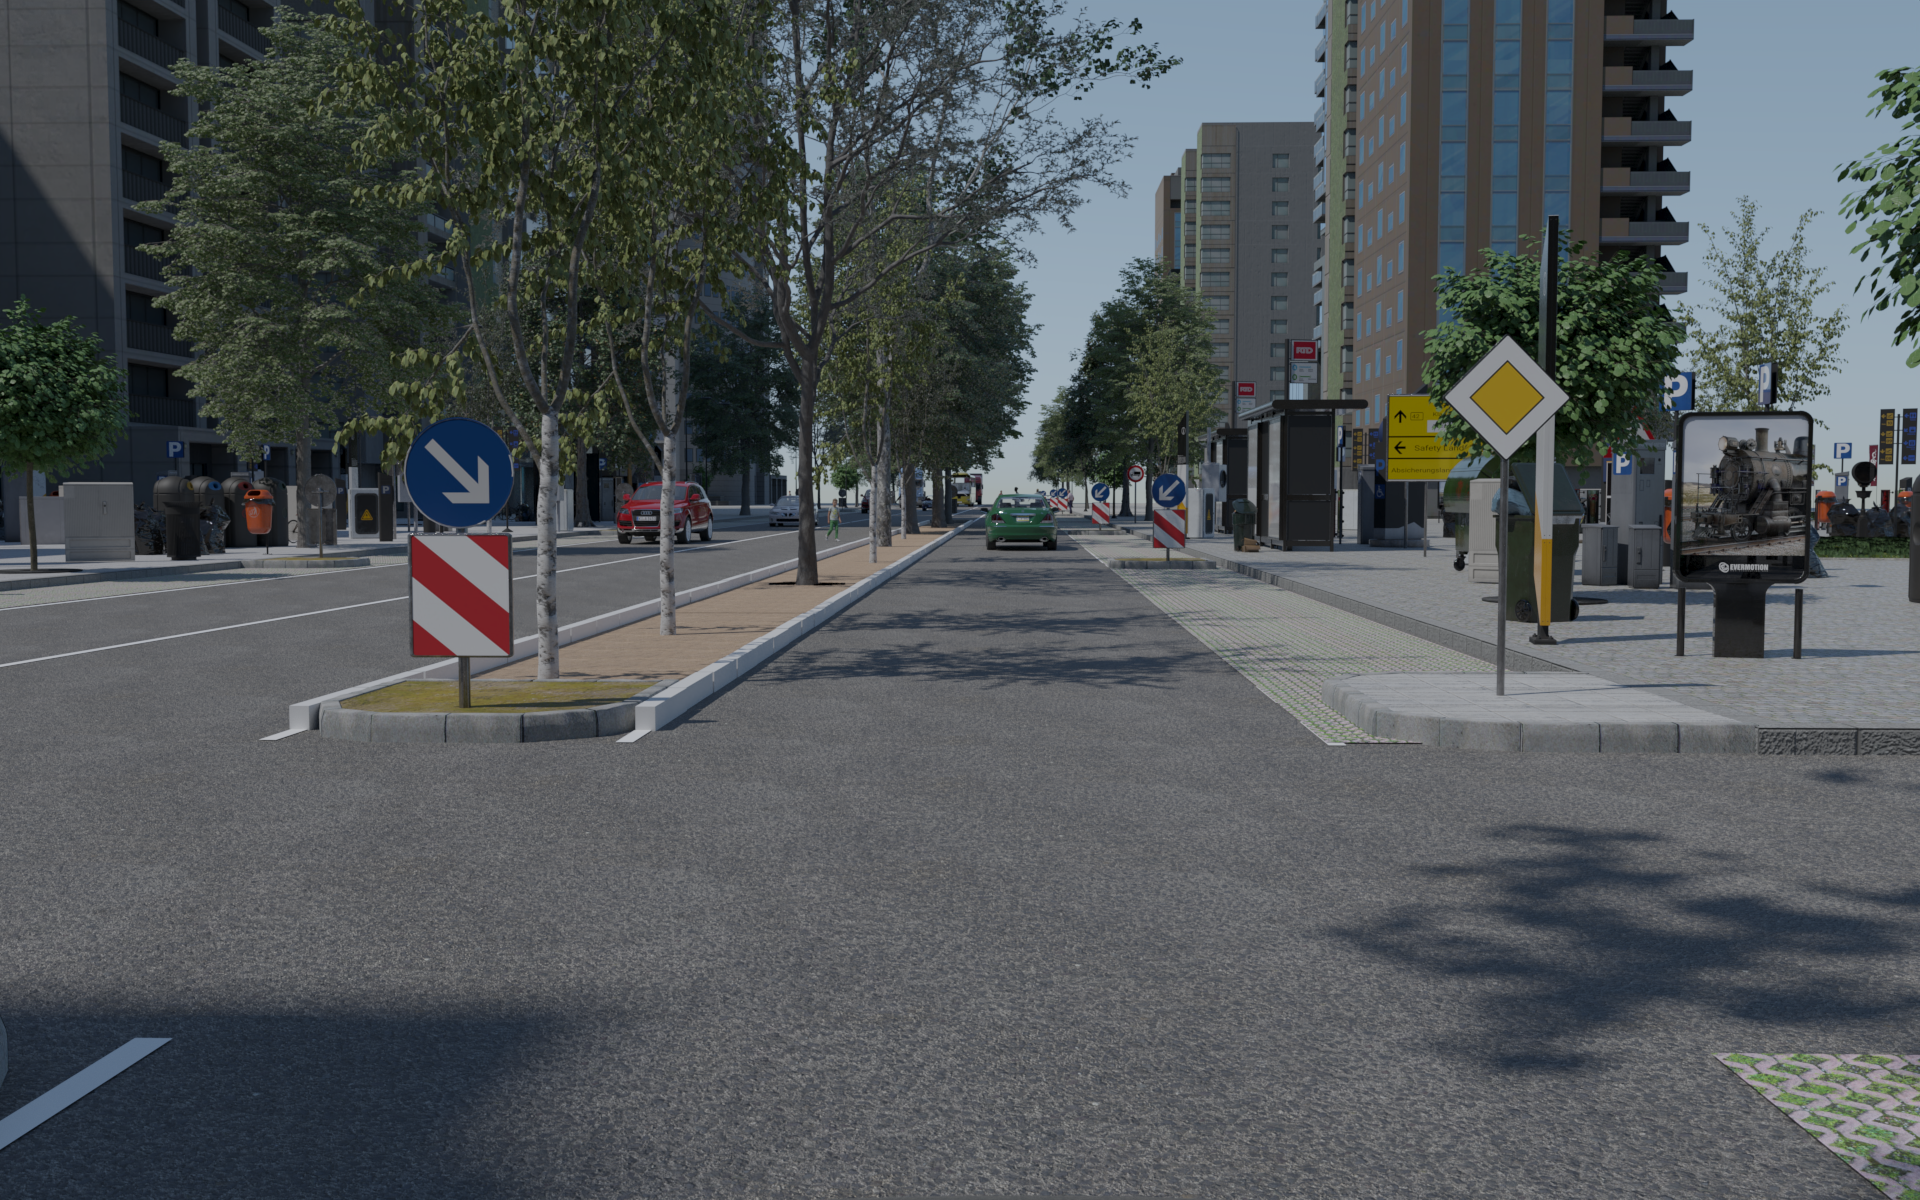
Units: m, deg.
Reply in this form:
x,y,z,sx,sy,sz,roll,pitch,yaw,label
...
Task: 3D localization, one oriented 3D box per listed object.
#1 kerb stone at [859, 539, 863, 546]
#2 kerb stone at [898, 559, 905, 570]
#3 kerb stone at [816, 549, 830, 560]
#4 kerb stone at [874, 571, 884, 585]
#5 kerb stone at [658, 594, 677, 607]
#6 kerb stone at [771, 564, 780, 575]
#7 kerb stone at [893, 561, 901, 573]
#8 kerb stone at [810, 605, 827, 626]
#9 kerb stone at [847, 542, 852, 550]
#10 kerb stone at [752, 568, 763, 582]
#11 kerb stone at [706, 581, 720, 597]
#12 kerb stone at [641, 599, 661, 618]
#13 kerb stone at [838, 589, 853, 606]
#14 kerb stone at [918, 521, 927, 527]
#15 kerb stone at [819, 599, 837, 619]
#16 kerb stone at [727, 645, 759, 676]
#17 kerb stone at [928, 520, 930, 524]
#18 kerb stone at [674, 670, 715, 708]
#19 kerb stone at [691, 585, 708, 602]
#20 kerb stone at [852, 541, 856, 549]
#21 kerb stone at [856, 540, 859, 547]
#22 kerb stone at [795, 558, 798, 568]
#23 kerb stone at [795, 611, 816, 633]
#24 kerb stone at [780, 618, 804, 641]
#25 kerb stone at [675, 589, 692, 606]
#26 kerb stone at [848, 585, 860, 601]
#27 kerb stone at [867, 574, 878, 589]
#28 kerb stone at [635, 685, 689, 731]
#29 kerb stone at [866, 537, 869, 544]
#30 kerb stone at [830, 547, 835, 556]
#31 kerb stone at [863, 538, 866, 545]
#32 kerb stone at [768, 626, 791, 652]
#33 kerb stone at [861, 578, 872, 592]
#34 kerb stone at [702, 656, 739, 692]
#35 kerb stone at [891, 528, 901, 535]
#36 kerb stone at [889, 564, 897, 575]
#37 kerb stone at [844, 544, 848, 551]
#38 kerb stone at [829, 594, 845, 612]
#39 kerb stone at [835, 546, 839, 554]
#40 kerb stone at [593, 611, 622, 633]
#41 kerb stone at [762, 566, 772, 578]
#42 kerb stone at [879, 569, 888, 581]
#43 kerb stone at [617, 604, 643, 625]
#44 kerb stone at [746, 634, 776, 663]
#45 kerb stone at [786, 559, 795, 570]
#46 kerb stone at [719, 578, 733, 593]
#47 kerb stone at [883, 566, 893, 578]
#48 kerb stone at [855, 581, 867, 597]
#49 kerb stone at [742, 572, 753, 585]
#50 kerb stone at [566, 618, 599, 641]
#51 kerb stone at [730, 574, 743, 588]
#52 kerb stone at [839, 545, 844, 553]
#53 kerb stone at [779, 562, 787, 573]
x,y,z,sx,sy,sz,roll,pitch,yaw,label
-2.797,-1.505,46.852,0.120,0.150,1.000,0,4,2,kerb stone
-1.167,-0.625,32.448,0.120,0.150,1.000,0,4,2,kerb stone
-3.071,-1.007,38.662,0.120,0.150,1.000,0,4,2,kerb stone
-1.341,-0.314,27.337,0.120,0.150,1.000,0,4,2,kerb stone
-3.654,0.059,21.235,0.120,0.150,1.000,0,4,2,kerb stone
-3.337,-0.505,30.458,0.120,0.150,1.000,0,4,2,kerb stone
-1.207,-0.563,31.427,0.120,0.150,1.000,0,4,2,kerb stone
-1.610,0.195,19.153,0.120,0.150,1.000,0,4,2,kerb stone
-2.907,-1.319,43.780,0.120,0.150,1.000,0,4,2,kerb stone
-3.402,-0.380,28.415,0.120,0.150,1.000,0,4,2,kerb stone
-3.544,-0.126,24.299,0.120,0.150,1.000,0,4,2,kerb stone
-3.687,0.122,20.214,0.120,0.150,1.000,0,4,2,kerb stone
-1.517,-0.001,22.222,0.120,0.150,1.000,0,4,2,kerb stone
-1.716,-3.514,79.646,0.120,0.150,1.000,0,4,2,kerb stone
-1.576,0.126,20.174,0.120,0.150,1.000,0,4,2,kerb stone
-1.780,0.500,14.028,0.120,0.150,1.000,0,4,2,kerb stone
-1.642,-3.639,81.695,0.120,0.150,1.000,0,4,2,kerb stone
-1.858,0.625,11.981,0.120,0.150,1.000,0,4,2,kerb stone
-3.577,-0.066,23.278,0.120,0.150,1.000,0,4,2,kerb stone
-2.870,-1.383,44.808,0.120,0.150,1.000,0,4,2,kerb stone
-2.836,-1.446,45.830,0.120,0.150,1.000,0,4,2,kerb stone
-3.236,-0.693,33.526,0.120,0.150,1.000,0,4,2,kerb stone
-1.649,0.249,18.131,0.120,0.150,1.000,0,4,2,kerb stone
-1.690,0.314,17.110,0.120,0.150,1.000,0,4,2,kerb stone
-3.625,-0.004,22.257,0.120,0.150,1.000,0,4,2,kerb stone
-1.479,-0.060,23.244,0.120,0.150,1.000,0,4,2,kerb stone
-1.381,-0.251,26.316,0.120,0.150,1.000,0,4,2,kerb stone
-1.884,0.687,10.959,0.120,0.150,1.000,0,4,2,kerb stone
-2.729,-1.633,48.895,0.120,0.150,1.000,0,4,2,kerb stone
-3.031,-1.070,39.685,0.120,0.150,1.000,0,4,2,kerb stone
-2.765,-1.570,47.873,0.120,0.150,1.000,0,4,2,kerb stone
-1.718,0.381,16.085,0.120,0.150,1.000,0,4,2,kerb stone
-1.419,-0.190,25.294,0.120,0.150,1.000,0,4,2,kerb stone
-1.818,0.562,13.002,0.120,0.150,1.000,0,4,2,kerb stone
-2.292,-2.448,62.216,0.120,0.150,1.000,0,4,2,kerb stone
-1.240,-0.500,30.401,0.120,0.150,1.000,0,4,2,kerb stone
-2.935,-1.253,42.757,0.120,0.150,1.000,0,4,2,kerb stone
-1.548,0.061,21.201,0.120,0.150,1.000,0,4,2,kerb stone
-3.009,-1.132,40.707,0.120,0.150,1.000,0,4,2,kerb stone
-3.746,0.246,18.171,0.120,0.150,1.000,0,4,2,kerb stone
-3.376,-0.443,29.437,0.120,0.150,1.000,0,4,2,kerb stone
-1.316,-0.377,28.358,0.120,0.150,1.000,0,4,2,kerb stone
-3.714,0.184,19.192,0.120,0.150,1.000,0,4,2,kerb stone
-1.752,0.437,15.052,0.120,0.150,1.000,0,4,2,kerb stone
-3.270,-0.631,32.504,0.120,0.150,1.000,0,4,2,kerb stone
-3.505,-0.187,25.321,0.120,0.150,1.000,0,4,2,kerb stone
-1.282,-0.439,29.380,0.120,0.150,1.000,0,4,2,kerb stone
-1.444,-0.127,24.272,0.120,0.150,1.000,0,4,2,kerb stone
-3.447,-0.317,27.378,0.120,0.150,1.000,0,4,2,kerb stone
-3.778,0.310,17.149,0.120,0.150,1.000,0,4,2,kerb stone
-3.478,-0.254,26.355,0.120,0.150,1.000,0,4,2,kerb stone
-2.974,-1.190,41.728,0.120,0.150,1.000,0,4,2,kerb stone
-3.312,-0.568,31.480,0.120,0.150,1.000,0,4,2,kerb stone
